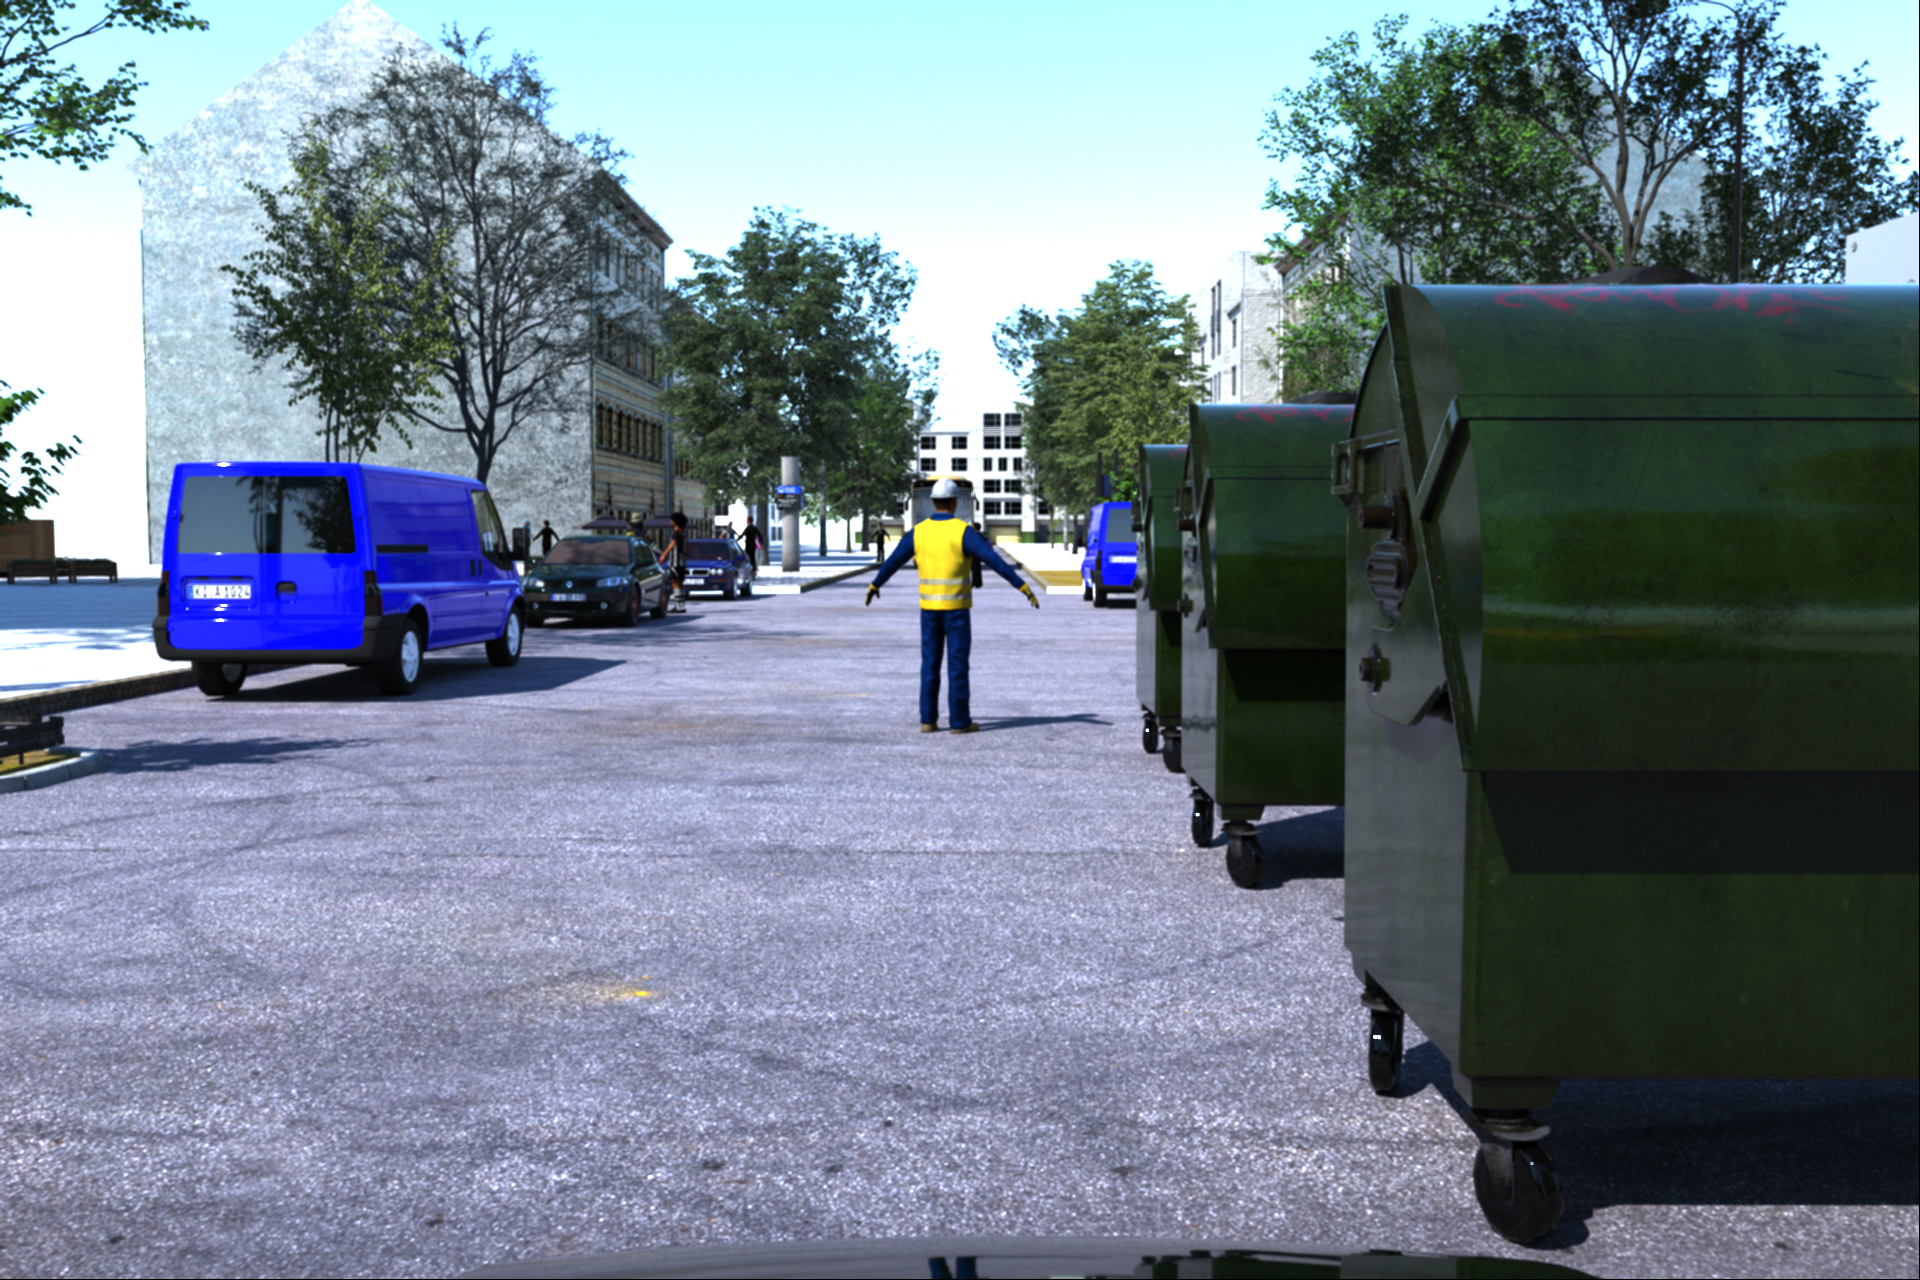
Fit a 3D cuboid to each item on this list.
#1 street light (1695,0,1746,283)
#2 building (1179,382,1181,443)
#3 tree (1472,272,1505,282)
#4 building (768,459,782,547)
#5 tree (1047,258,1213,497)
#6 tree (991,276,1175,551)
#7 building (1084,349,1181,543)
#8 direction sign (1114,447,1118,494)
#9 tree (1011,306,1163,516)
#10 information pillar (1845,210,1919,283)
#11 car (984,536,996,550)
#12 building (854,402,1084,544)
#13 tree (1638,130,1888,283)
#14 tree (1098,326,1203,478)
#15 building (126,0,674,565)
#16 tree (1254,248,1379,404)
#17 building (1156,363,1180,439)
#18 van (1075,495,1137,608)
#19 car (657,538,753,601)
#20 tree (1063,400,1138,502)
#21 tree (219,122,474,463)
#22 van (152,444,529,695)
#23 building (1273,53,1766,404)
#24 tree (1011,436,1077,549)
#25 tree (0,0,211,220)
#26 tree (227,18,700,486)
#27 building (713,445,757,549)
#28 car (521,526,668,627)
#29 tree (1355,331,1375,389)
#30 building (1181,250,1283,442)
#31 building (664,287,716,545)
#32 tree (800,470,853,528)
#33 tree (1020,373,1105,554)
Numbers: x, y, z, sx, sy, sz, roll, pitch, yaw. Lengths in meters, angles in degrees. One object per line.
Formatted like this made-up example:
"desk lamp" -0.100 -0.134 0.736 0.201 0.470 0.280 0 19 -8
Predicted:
"street light" 7.156 -2.584 14.796 1.470 5.913 1.316 0 4 0
"building" 26.933 -19.240 170.998 16.016 20.090 11.380 0 4 1
"tree" 15.051 -6.025 48.871 4.360 8.622 3.978 0 3 0
"building" -23.985 -15.260 191.641 9.099 9.664 28.070 0 3 0
"tree" 6.964 -9.419 72.134 7.486 12.596 7.792 0 3 0
"tree" 9.051 -16.543 126.362 12.611 20.169 13.585 0 3 0
"building" 28.671 -22.204 207.014 27.936 21.610 32.646 0 4 1
"direction sign" 4.106 -3.288 45.753 0.379 3.537 0.876 0 4 0
"tree" 7.632 -11.620 96.646 9.857 13.997 8.962 0 3 0
"information pillar" 7.038 -1.321 12.914 0.184 3.620 1.656 0 4 1
"car" 0.905 -4.790 90.899 1.945 1.354 3.894 0 4 0
"building" 2.347 -22.618 238.712 31.486 18.905 16.747 0 4 6
"tree" 24.144 -8.647 51.742 12.009 13.543 11.850 0 3 0
"tree" 6.665 -6.779 61.203 4.737 8.622 4.395 0 3 0
"building" -24.434 -15.250 80.260 19.493 23.208 18.063 0 3 0
"tree" 9.436 -5.784 44.927 4.360 8.622 3.978 0 3 0
"building" 25.538 -20.231 187.200 16.016 20.090 11.380 0 4 1
"van" 3.559 -1.899 35.430 2.240 2.365 5.245 0 4 0
"car" -5.669 -1.589 38.558 1.945 1.354 3.894 0 4 1
"tree" 7.401 -8.228 84.893 4.737 8.622 4.395 0 3 0
"tree" -11.312 -5.000 32.111 4.737 8.622 4.395 0 3 0
"van" -5.785 -0.775 17.055 2.240 2.365 5.245 0 4 1
"building" 27.202 -15.752 88.474 19.493 23.208 18.063 0 4 1
"tree" 8.087 -13.092 148.474 8.767 10.594 7.601 1 4 20
"tree" -12.135 -5.672 18.493 9.928 11.665 9.643 0 3 0
"tree" -11.457 -8.006 41.270 12.009 13.543 11.850 0 3 0
"building" -22.827 -13.494 162.776 9.099 9.664 28.070 0 3 0
"car" -5.858 -1.115 28.013 2.009 1.686 4.222 0 4 0
"tree" 14.278 -6.346 54.117 4.737 8.622 4.395 0 3 0
"building" 24.983 -15.293 116.506 16.747 18.905 31.486 0 4 1
"building" -27.603 -17.658 119.638 19.493 23.208 18.063 0 4 0
"tree" -18.187 -19.363 234.706 7.486 12.596 7.792 0 3 0
"tree" 7.463 -11.238 109.495 9.928 11.665 9.643 0 3 0
